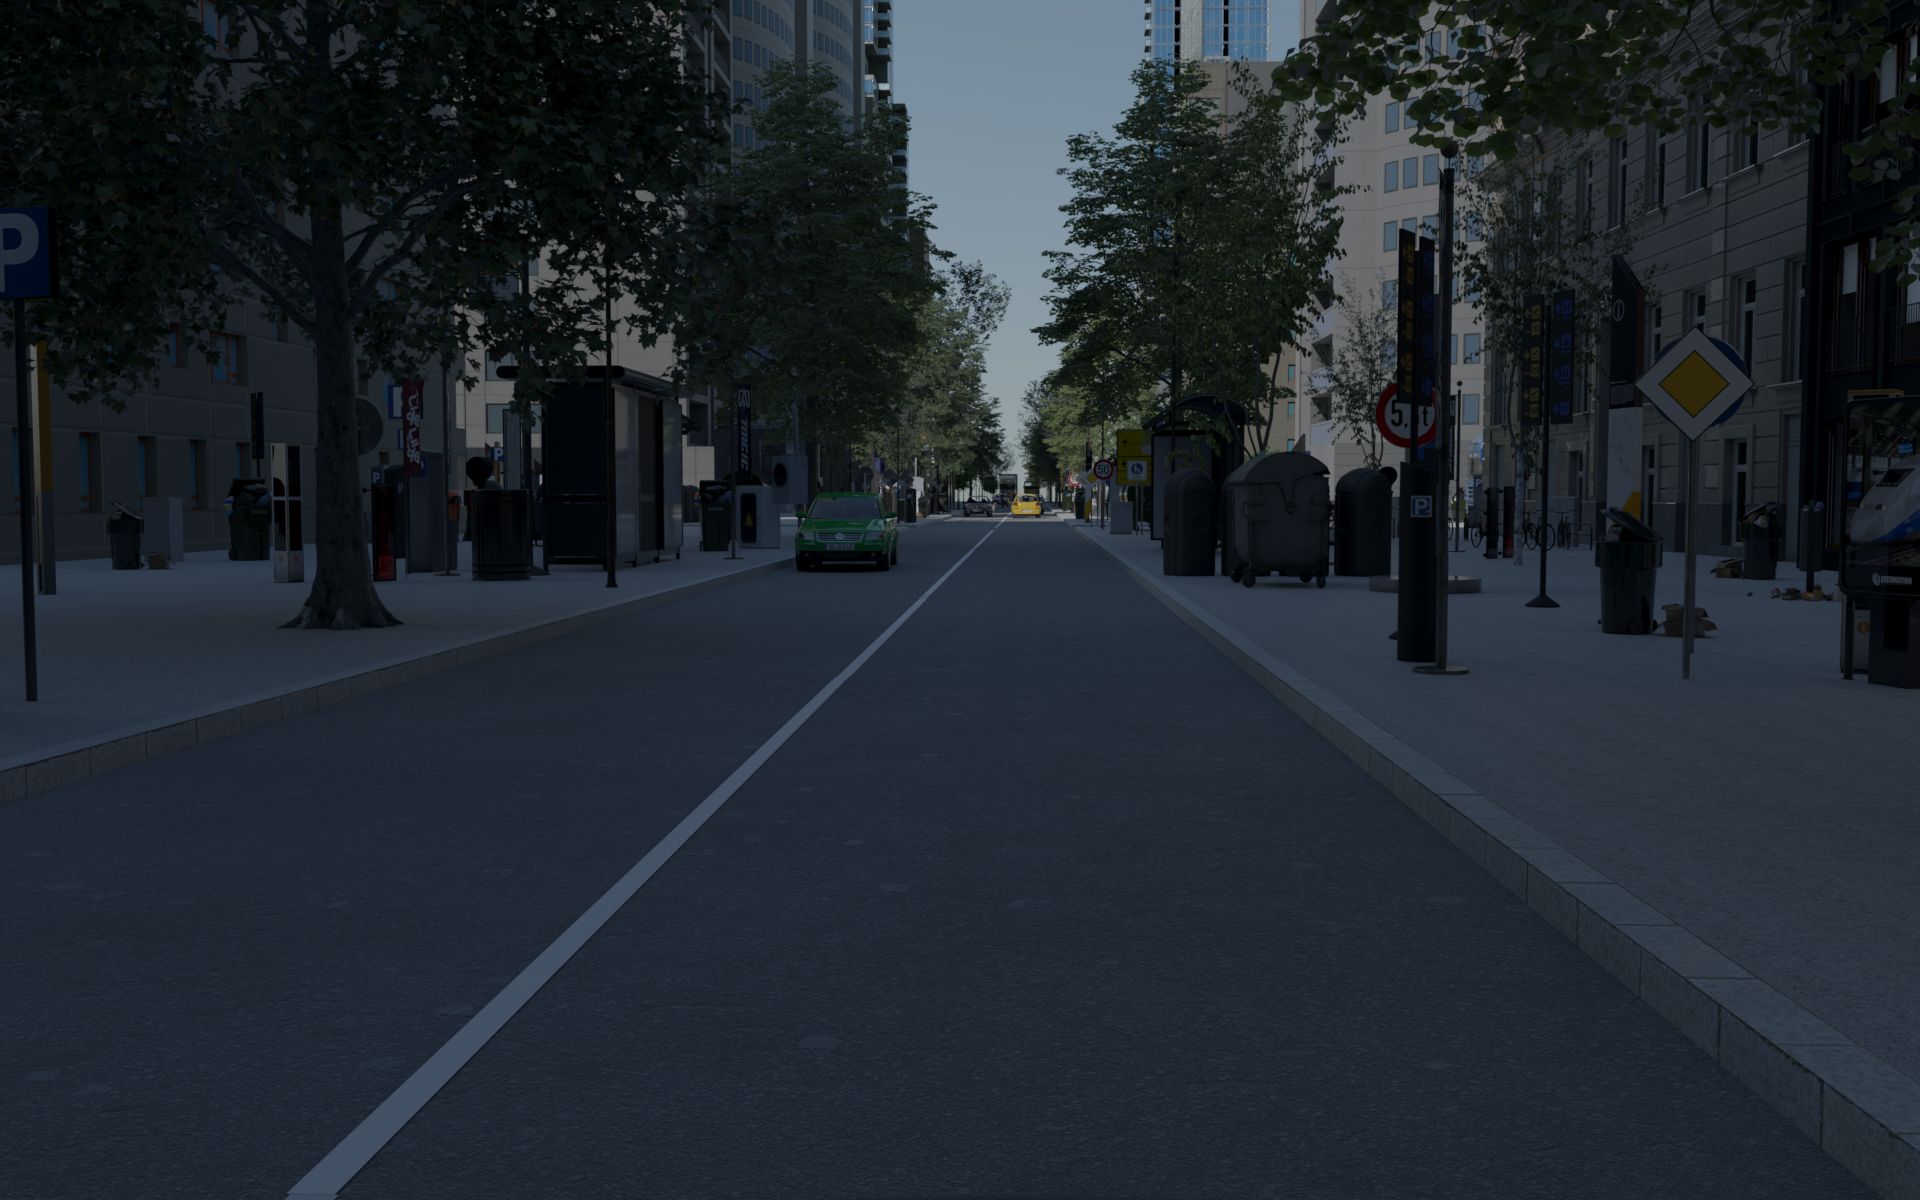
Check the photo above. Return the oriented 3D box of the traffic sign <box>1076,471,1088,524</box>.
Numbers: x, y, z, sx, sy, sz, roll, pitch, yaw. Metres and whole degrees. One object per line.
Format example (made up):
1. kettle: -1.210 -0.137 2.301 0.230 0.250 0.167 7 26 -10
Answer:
1. traffic sign: 5.341 -4.304 74.007 0.795 2.450 0.064 0 4 2

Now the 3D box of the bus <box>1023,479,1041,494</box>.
1. bus: 11.550 -17.564 278.724 2.896 3.916 12.252 0 4 2

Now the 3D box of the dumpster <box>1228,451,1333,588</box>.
1. dumpster: 4.482 -1.132 24.261 1.264 1.857 1.865 0 4 2

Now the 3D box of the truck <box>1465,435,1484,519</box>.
1. truck: 29.287 -4.870 69.381 18.799 4.110 2.967 0 4 4

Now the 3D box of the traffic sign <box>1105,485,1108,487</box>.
1. traffic sign: 10.740 -7.512 122.819 0.884 2.594 0.081 0 4 7

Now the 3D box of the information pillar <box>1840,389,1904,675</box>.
1. information pillar: 6.506 -0.481 12.364 0.304 2.012 0.304 3 4 39

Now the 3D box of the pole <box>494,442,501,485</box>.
1. pole: -17.991 -4.500 67.412 0.158 3.312 0.155 0 3 0

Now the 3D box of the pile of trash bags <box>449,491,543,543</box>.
1. pile of trash bags: -12.777 -2.287 47.146 1.912 1.369 3.447 2 4 30

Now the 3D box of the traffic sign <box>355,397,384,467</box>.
1. traffic sign: -7.961 -1.390 22.834 0.768 2.556 0.104 1 4 10

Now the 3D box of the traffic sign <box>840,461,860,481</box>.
1. traffic sign: -4.234 -4.075 66.730 0.768 2.556 0.104 0 4 6

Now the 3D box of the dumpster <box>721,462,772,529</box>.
1. dumpster: -6.412 -3.012 51.736 1.502 2.255 1.985 0 4 2

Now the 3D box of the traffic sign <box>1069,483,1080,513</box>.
1. traffic sign: 7.599 -7.060 115.431 0.884 2.594 0.081 1 4 10

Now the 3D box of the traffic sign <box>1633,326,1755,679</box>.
1. traffic sign: 5.049 -0.660 11.984 0.795 2.450 0.064 1 4 8

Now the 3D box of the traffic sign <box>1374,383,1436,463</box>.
1. traffic sign: 4.995 -1.176 19.328 0.768 2.556 0.104 0 4 4

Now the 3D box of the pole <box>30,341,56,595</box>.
1. pole: -11.649 -1.722 22.000 0.158 3.312 0.155 0 3 0

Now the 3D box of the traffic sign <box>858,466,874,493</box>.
1. traffic sign: -4.321 -4.835 79.152 0.768 2.556 0.104 1 4 11

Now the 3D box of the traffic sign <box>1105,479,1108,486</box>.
1. traffic sign: 10.028 -7.060 115.532 0.768 2.556 0.104 1 4 9

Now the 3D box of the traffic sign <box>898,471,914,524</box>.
1. traffic sign: -2.346 -4.324 74.339 0.795 2.450 0.064 0 4 2

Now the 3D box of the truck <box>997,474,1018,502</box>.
1. truck: 6.733 -15.471 241.859 2.839 4.237 11.283 0 4 3

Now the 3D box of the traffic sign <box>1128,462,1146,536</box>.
1. traffic sign: 5.465 -3.141 53.490 0.606 2.300 0.079 1 4 12

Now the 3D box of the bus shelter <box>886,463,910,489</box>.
1. bus shelter: -3.991 -7.113 110.224 2.014 3.302 5.546 0 4 2

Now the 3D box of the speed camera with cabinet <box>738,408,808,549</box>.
1. speed camera with cabinet: -4.392 -2.822 40.476 0.660 3.252 2.038 -3 5 -42

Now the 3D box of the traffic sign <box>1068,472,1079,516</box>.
1. traffic sign: 6.777 -6.238 102.101 0.768 2.556 0.104 1 4 9

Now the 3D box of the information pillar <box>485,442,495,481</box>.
1. information pillar: -21.136 -5.296 77.943 0.504 3.616 0.183 -3 5 -42

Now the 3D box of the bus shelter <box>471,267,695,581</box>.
1. bus shelter: -6.455 -3.183 29.673 2.179 5.291 8.768 0 4 2

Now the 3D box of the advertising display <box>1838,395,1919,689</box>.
1. advertising display: 6.239 -0.385 11.516 0.123 1.923 0.974 -1 4 -12

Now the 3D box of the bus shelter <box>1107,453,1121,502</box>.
1. bus shelter: 7.762 -5.272 80.113 2.014 3.302 5.546 0 4 2

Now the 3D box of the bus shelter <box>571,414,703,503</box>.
1. bus shelter: -7.224 -2.723 38.445 2.014 3.302 5.546 0 4 2

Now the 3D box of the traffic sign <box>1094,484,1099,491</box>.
1. traffic sign: 9.585 -7.500 122.726 0.768 2.556 0.104 0 4 8

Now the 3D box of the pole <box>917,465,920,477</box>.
1. pole: -2.903 -7.847 122.135 0.158 3.312 0.155 0 3 0

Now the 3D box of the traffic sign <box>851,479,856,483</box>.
1. traffic sign: -5.115 -4.884 79.965 0.768 2.556 0.104 1 4 8

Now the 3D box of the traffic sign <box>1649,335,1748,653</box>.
1. traffic sign: 5.886 -0.844 13.912 0.768 2.556 0.104 1 4 10

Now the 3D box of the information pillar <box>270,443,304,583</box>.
1. information pillar: -9.749 -1.261 25.112 0.304 2.012 0.304 2 4 25

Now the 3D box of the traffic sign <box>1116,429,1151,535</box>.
1. traffic sign: 6.001 -3.675 53.957 2.265 3.308 0.079 0 4 3

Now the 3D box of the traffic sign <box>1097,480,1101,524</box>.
1. traffic sign: 5.799 -4.336 73.030 0.606 2.300 0.079 0 4 6

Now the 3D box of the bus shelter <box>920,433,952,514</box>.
1. bus shelter: -1.583 -8.501 116.617 2.179 5.291 8.768 0 4 2

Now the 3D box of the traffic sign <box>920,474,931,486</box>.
1. traffic sign: -2.241 -6.692 109.522 0.768 2.556 0.104 0 4 7

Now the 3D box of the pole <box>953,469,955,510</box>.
1. pole: -0.477 -8.940 140.008 0.158 3.312 0.155 0 3 0

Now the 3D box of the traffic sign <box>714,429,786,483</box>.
1. traffic sign: -6.537 -3.674 53.935 2.265 3.308 0.079 0 4 4

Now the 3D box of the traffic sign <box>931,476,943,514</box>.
1. traffic sign: -1.504 -6.781 112.049 0.795 2.450 0.064 1 4 12

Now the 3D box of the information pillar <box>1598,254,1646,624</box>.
1. information pillar: 6.428 -1.554 16.762 0.183 3.616 0.504 -1 4 -9

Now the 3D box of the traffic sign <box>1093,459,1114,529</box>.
1. traffic sign: 5.193 -3.827 62.684 0.768 2.556 0.104 1 4 9

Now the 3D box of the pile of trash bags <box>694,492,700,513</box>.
1. pile of trash bags: -12.439 -4.335 80.637 3.447 1.369 1.912 3 4 36

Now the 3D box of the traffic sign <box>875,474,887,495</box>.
1. traffic sign: -4.076 -5.339 89.425 0.606 2.300 0.079 0 4 5

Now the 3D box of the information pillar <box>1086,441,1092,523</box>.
1. information pillar: 5.745 -5.253 77.235 0.183 3.616 0.504 2 4 32

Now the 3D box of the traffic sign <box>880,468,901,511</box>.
1. traffic sign: -2.670 -3.836 66.360 0.795 2.450 0.064 0 4 2

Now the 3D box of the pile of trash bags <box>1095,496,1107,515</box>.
1. pile of trash bags: 8.643 -5.969 107.338 3.447 1.369 1.912 3 5 44

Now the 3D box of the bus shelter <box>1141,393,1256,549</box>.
1. bus shelter: 5.108 -2.675 37.662 2.014 3.302 5.546 0 4 2

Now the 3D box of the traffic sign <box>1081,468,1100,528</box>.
1. traffic sign: 5.017 -3.816 66.029 0.795 2.450 0.064 0 4 2
